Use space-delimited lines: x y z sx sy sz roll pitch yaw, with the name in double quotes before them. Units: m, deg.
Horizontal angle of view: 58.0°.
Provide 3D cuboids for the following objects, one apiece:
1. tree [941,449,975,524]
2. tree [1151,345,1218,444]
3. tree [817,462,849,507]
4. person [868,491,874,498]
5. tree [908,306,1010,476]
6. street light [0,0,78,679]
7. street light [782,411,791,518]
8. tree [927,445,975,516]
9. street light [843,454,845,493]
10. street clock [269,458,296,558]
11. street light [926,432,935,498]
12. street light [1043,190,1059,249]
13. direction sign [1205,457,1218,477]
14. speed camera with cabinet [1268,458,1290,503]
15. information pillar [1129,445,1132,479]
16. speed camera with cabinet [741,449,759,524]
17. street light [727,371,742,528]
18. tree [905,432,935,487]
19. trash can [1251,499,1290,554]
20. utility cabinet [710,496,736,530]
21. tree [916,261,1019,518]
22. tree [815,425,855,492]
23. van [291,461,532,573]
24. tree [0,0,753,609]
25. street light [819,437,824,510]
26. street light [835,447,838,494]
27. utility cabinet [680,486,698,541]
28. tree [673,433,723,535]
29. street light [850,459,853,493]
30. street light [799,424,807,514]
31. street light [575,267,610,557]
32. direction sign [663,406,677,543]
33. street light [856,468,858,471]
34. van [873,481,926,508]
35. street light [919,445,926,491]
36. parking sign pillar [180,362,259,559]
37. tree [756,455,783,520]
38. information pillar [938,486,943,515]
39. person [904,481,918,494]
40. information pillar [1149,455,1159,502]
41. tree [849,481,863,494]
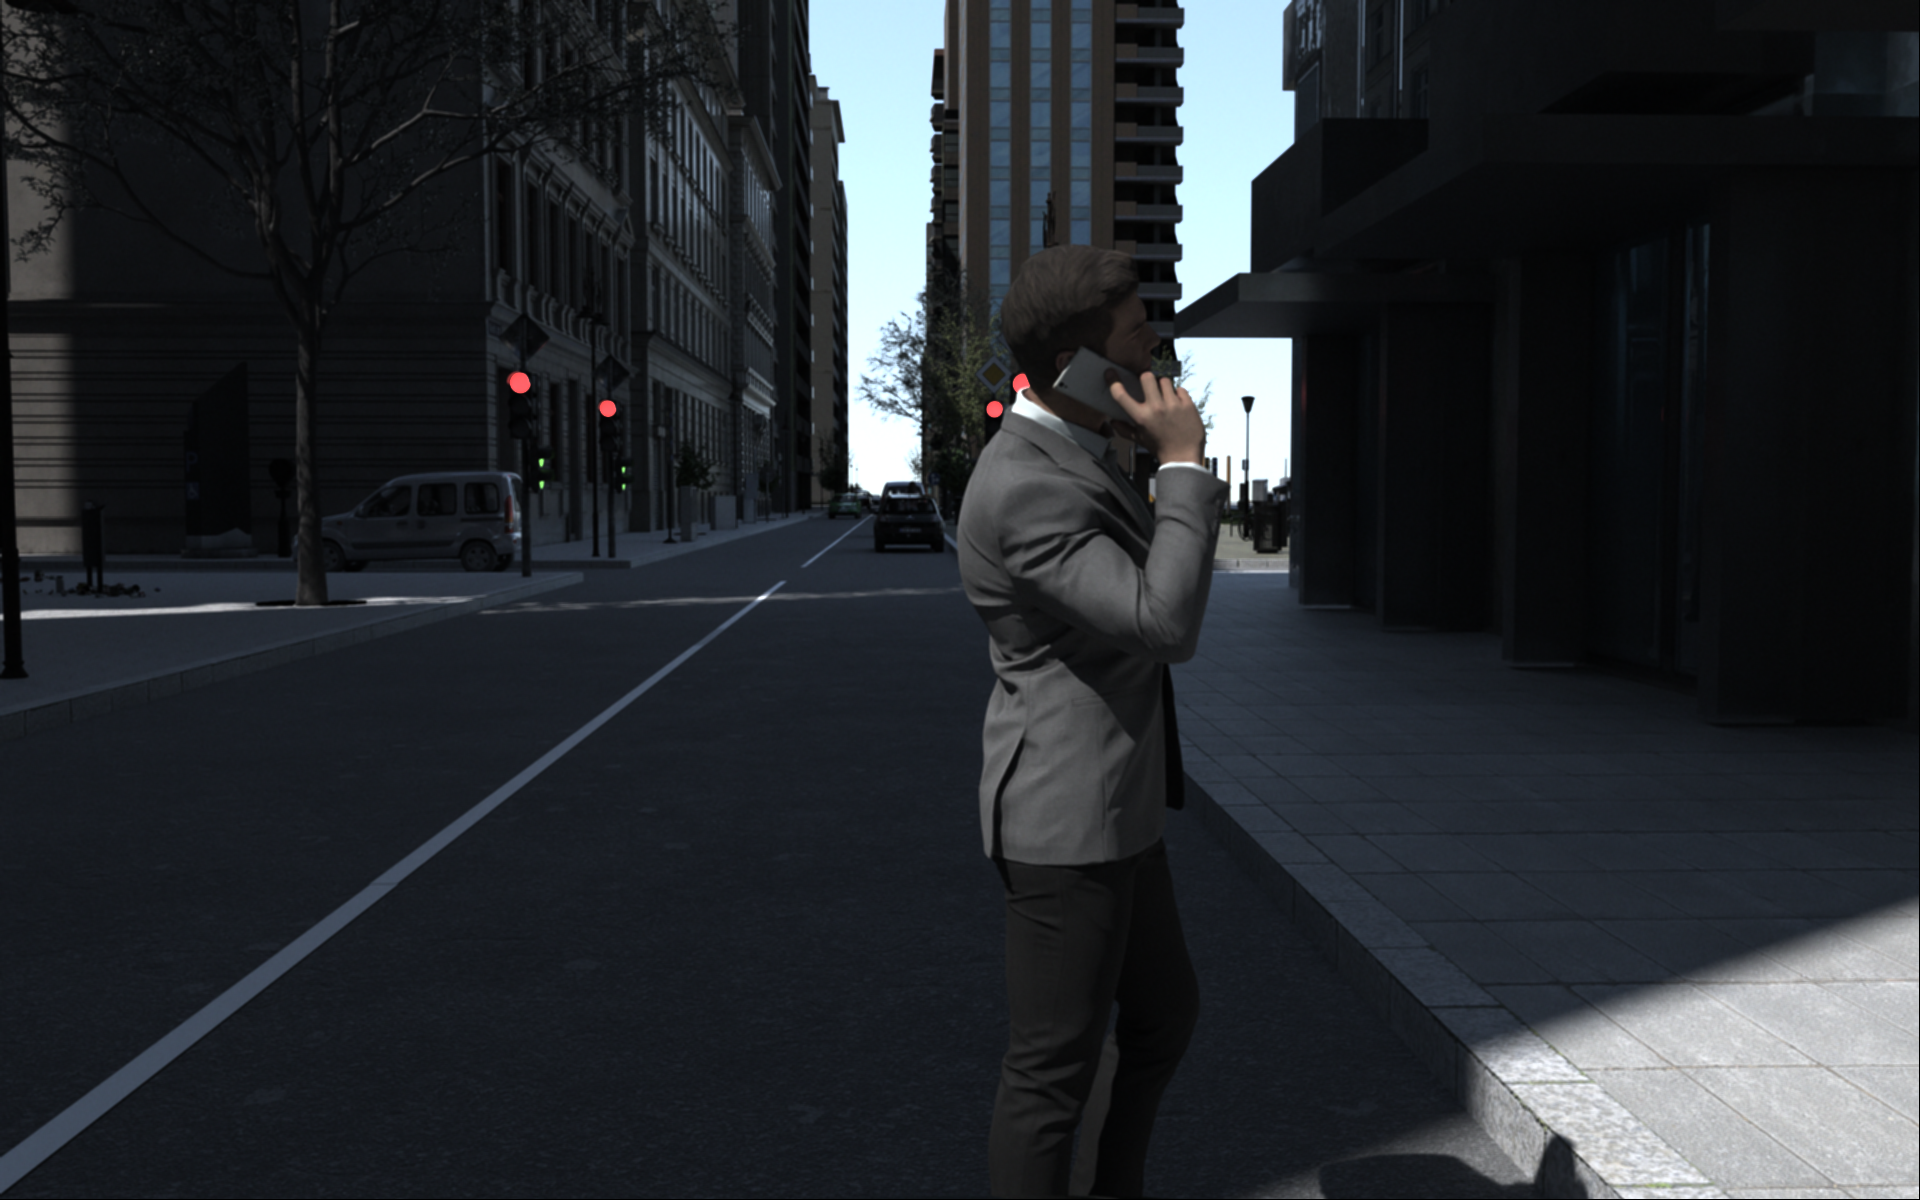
"tree" -0.153 -4.847 73.852 1.663 3.219 1.824 0 3 0
"tree" 10.637 -8.342 86.757 4.737 8.622 4.395 0 3 0
"tree" -13.138 -11.935 178.844 4.285 4.588 4.351 0 3 0
"person" -12.215 -13.678 232.152 1.348 1.821 0.705 1 4 9
"tree" 0.332 -7.126 66.870 4.737 8.622 4.395 0 3 0
"street light" -6.610 -2.394 11.923 0.468 5.910 1.993 0 4 -2
"street light" -9.481 -7.454 94.667 0.468 5.910 1.993 0 4 -2
"tree" -0.402 -7.310 103.224 4.285 4.588 4.351 0 3 0
"street light" -13.072 -13.578 194.788 0.468 5.910 1.993 0 4 -2
"street clock" -13.685 -1.863 35.026 0.471 2.002 0.358 0 4 1
"street light" -2.045 -9.402 126.505 0.468 5.910 1.993 0 4 -2
"street light" 1.364 -3.298 26.717 0.468 5.910 1.993 0 4 -2
"direction sign" 15.492 -7.035 107.016 0.876 3.537 0.379 -1 4 -18
"speed camera with cabinet" 17.323 -6.163 95.097 2.038 3.252 0.660 -1 4 -14
"information pillar" 8.188 -5.611 83.098 0.183 3.616 0.504 1 4 9
"speed camera with cabinet" -9.225 -4.987 75.873 0.660 3.252 2.038 -1 4 -12
"street light" -8.464 -5.652 65.200 0.468 5.910 1.993 0 4 -2
"tree" -4.188 -15.170 198.387 4.360 8.622 3.978 0 3 0
"trash can" 6.658 -1.579 37.472 0.748 1.137 0.748 0 3 0
"utility cabinet" -8.465 -3.100 61.850 0.306 1.237 1.020 3 5 40
"tree" -0.515 -11.107 91.966 12.009 13.543 11.850 0 3 0
"tree" -13.522 -14.297 184.126 4.360 8.622 3.978 0 3 0
"van" -9.895 -1.484 31.280 4.112 2.044 2.013 0 4 -2
"tree" -7.555 -6.690 19.748 12.009 13.543 11.850 0 3 0
"street light" -11.247 -10.283 140.906 0.468 5.910 1.993 0 4 -2
"street light" -12.175 -12.102 170.649 0.468 5.910 1.993 0 4 -2
"utility cabinet" -7.376 -2.356 47.200 0.318 1.500 1.173 0 4 -1
"tree" -8.553 -3.663 54.498 1.663 3.219 1.824 0 3 0
"street light" -14.057 -15.377 224.196 0.468 5.910 1.993 0 4 -2
"street light" -10.083 -8.484 111.504 0.468 5.910 1.993 0 4 -2
"street light" -7.474 -3.828 35.377 0.468 5.910 1.993 0 4 -2
"direction sign" -7.585 -3.255 45.210 0.379 3.537 0.876 0 4 0
"street light" -15.098 -17.175 253.603 0.468 5.910 1.993 0 4 -2
"van" -1.916 -3.142 58.380 2.013 2.044 4.112 0 4 -3
"street light" -3.201 -11.236 156.499 0.468 5.910 1.993 0 4 -2
"parking sign pillar" -14.923 -2.833 34.797 1.447 3.967 1.447 1 4 23
"tree" -9.555 -5.535 85.104 1.663 3.219 1.824 0 3 0
"information pillar" -1.182 -6.375 108.722 0.304 2.012 0.304 -1 4 -12
"person" -1.436 -2.706 52.756 0.555 1.821 0.388 0 4 -5
"information pillar" 10.259 -6.123 91.473 0.504 3.616 0.183 -1 4 -12
"tree" -15.463 -16.161 258.840 1.663 3.219 1.824 0 3 0
